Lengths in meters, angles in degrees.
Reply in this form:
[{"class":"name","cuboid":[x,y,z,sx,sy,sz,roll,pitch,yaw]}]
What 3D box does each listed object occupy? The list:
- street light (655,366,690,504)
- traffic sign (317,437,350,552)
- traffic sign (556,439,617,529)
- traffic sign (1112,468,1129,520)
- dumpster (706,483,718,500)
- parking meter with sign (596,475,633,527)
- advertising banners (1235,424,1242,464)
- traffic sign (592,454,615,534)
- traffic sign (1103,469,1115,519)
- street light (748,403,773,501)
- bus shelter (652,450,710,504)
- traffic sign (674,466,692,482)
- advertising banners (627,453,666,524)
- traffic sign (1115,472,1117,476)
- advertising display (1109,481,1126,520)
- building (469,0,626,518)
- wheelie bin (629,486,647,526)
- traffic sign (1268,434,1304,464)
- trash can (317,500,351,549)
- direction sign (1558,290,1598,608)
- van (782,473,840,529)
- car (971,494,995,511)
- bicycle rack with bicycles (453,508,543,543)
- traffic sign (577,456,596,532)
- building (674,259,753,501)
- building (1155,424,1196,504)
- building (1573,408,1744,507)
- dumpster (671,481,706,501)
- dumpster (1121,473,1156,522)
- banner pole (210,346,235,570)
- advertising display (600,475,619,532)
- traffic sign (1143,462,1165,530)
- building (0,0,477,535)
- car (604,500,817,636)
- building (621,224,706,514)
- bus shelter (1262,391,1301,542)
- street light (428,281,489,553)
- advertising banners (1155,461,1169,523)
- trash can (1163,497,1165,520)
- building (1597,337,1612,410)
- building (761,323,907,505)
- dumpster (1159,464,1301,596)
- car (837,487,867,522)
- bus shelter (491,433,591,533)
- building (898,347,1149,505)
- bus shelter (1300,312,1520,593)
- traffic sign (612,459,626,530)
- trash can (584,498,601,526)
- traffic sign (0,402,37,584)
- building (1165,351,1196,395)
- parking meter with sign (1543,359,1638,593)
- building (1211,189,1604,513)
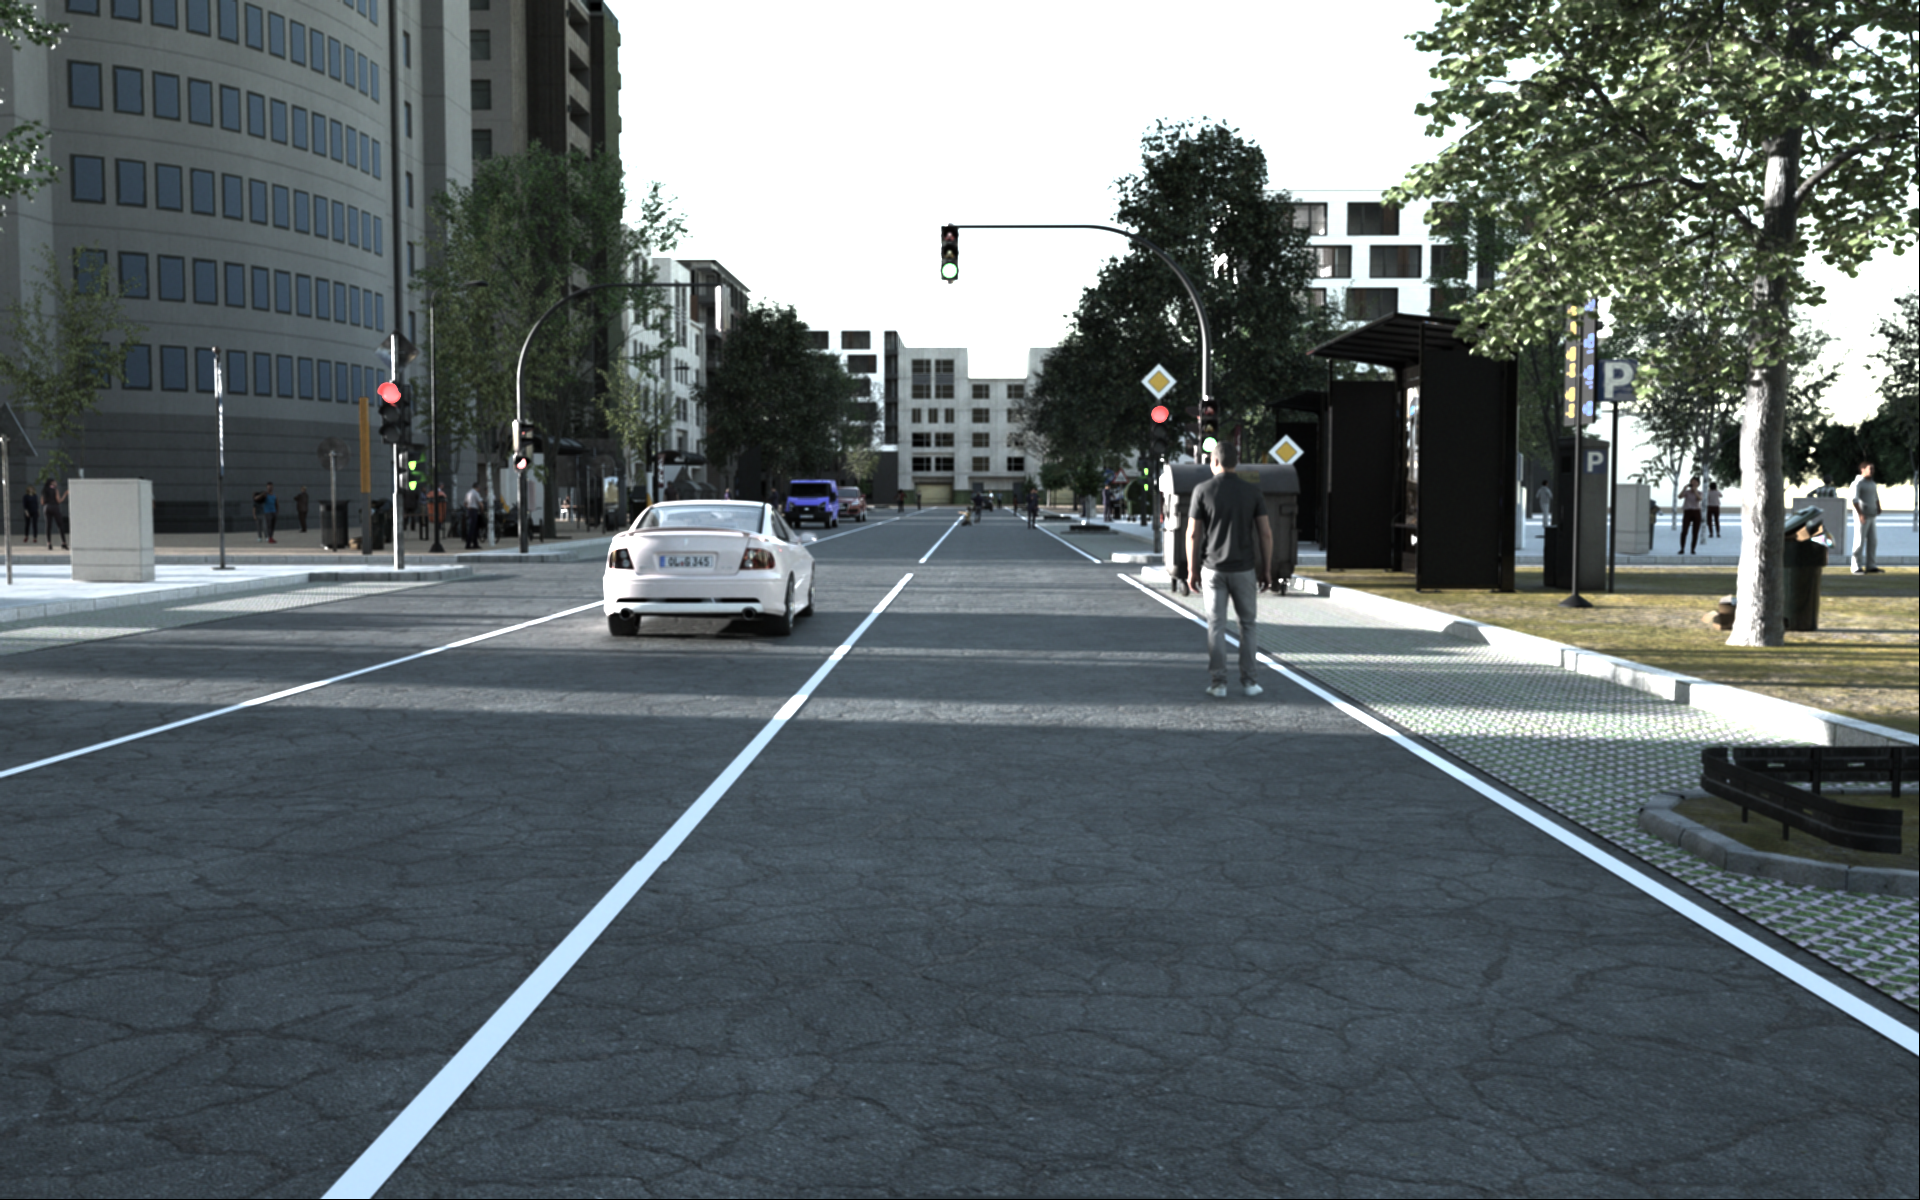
[{"class":"street light","cuboid":[-10.522,-5.541,63.128,1.470,5.913,1.316,0,4,1]},{"class":"traffic sign","cuboid":[-13.901,-2.345,38.440,0.768,2.556,0.104,0,4,7]},{"class":"traffic sign","cuboid":[-13.702,-4.259,63.513,2.265,3.308,0.079,0,4,4]},{"class":"traffic sign","cuboid":[7.898,-5.207,85.137,0.884,2.594,0.081,0,4,2]},{"class":"dumpster","cuboid":[-13.294,-5.133,89.690,1.264,1.857,1.865,0,4,1]},{"class":"parking meter with sign","cuboid":[-13.345,-4.359,67.534,1.738,3.016,0.543,0,4,-4]},{"class":"advertising banners","cuboid":[7.122,-2.860,42.948,0.090,3.025,2.074,0,4,-8]},{"class":"traffic sign","cuboid":[-11.401,-3.380,55.374,0.768,2.556,0.104,1,4,9]},{"class":"traffic sign","cuboid":[7.546,-5.413,88.607,0.768,2.556,0.104,0,4,6]},{"class":"street light","cuboid":[-10.244,-7.085,88.383,1.470,5.913,1.316,0,4,1]},{"class":"bus shelter","cuboid":[-13.270,-5.393,82.095,2.014,3.302,5.546,0,4,1]},{"class":"traffic sign","cuboid":[-12.610,-4.824,78.870,0.884,2.594,0.081,0,4,6]},{"class":"advertising banners","cuboid":[-13.323,-4.744,73.758,0.090,3.025,2.074,3,5,41]},{"class":"traffic sign","cuboid":[9.281,-6.317,103.290,0.884,2.594,0.081,0,4,5]},{"class":"advertising display","cuboid":[7.912,-5.000,86.967,0.974,1.923,0.123,3,4,38]},{"class":"building","cuboid":[-27.147,-19.866,96.512,14.160,30.474,14.107,0,4,1]},{"class":"wheelie bin","cuboid":[-12.219,-3.578,66.410,0.980,1.594,0.693,0,4,8]},{"class":"traffic sign","cuboid":[7.153,-2.336,37.932,0.795,2.593,0.064,0,4,7]},{"class":"trash can","cuboid":[-14.671,-1.772,40.618,0.748,1.137,0.748,0,3,0]},{"class":"direction sign","cuboid":[6.998,-1.688,19.591,0.379,3.537,0.876,0,4,-1]},{"class":"van","cuboid":[-6.212,-4.190,72.895,2.240,2.365,5.245,0,4,0]},{"class":"car","cuboid":[1.873,-8.207,143.963,2.009,1.686,4.222,0,4,1]},{"class":"bicycle rack with bicycles","cuboid":[-12.183,-2.000,46.090,2.852,0.926,2.925,-1,4,-14]},{"class":"traffic sign","cuboid":[-12.601,-3.581,58.652,0.768,2.556,0.104,1,4,9]},{"class":"building","cuboid":[-37.320,-19.632,164.964,32.646,21.610,27.936,0,4,1]},{"class":"building","cuboid":[24.263,-13.563,163.898,9.099,9.664,28.070,0,4,1]},{"class":"building","cuboid":[65.008,-14.118,172.974,28.070,9.664,9.099,0,4,1]},{"class":"dumpster","cuboid":[-12.029,-4.281,75.746,1.264,1.857,1.865,0,4,1]},{"class":"dumpster","cuboid":[8.344,-4.717,79.624,1.502,2.255,1.985,0,4,1]},{"class":"banner pole","cuboid":[-12.462,-2.397,29.206,0.401,3.779,0.863,-2,4,-27]},{"class":"advertising display","cuboid":[-12.047,-3.328,59.619,0.123,1.923,0.974,1,4,22]},{"class":"traffic sign","cuboid":[6.888,-3.762,61.610,0.768,2.556,0.104,0,4,3]},{"class":"building","cuboid":[-33.557,-32.088,66.632,21.231,58.520,28.212,0,4,1]},{"class":"car","cuboid":[-2.635,-0.399,18.889,2.083,1.381,4.827,0,4,0]},{"class":"building","cuboid":[-29.874,-16.081,129.382,16.747,18.905,31.486,0,4,1]},{"class":"bus shelter","cuboid":[8.662,-3.103,42.017,1.731,3.624,6.357,0,4,1]},{"class":"street light","cuboid":[-10.953,-3.996,37.876,1.470,5.913,1.316,0,4,1]},{"class":"advertising banners","cuboid":[8.847,-4.888,76.099,0.090,3.025,2.074,-1,4,-11]},{"class":"trash can","cuboid":[10.197,-4.588,86.674,0.748,1.137,0.748,0,3,0]},{"class":"building","cuboid":[72.829,-21.930,214.972,11.380,20.091,16.016,0,4,1]},{"class":"building","cuboid":[-23.598,-23.095,221.579,32.646,21.610,27.936,0,4,1]},{"class":"dumpster","cuboid":[3.821,-1.002,24.600,1.865,1.857,1.264,0,4,-1]},{"class":"car","cuboid":[-5.965,-4.941,89.459,2.281,1.827,5.304,0,4,1]},{"class":"bus shelter","cuboid":[-14.220,-3.990,59.157,2.014,3.302,5.546,0,4,1]},{"class":"building","cuboid":[8.398,-21.386,216.113,31.486,18.905,16.747,0,4,1]},{"class":"bus shelter","cuboid":[6.511,-2.094,25.523,1.731,3.624,6.357,0,4,1]},{"class":"traffic sign","cuboid":[-12.391,-3.803,62.284,0.768,2.556,0.104,0,4,6]},{"class":"trash can","cuboid":[-14.663,-3.520,69.201,0.748,1.137,0.748,0,3,0]},{"class":"traffic sign","cuboid":[-13.505,-1.500,24.535,0.884,2.594,0.081,0,4,4]},{"class":"building","cuboid":[39.870,-21.307,214.831,31.486,18.905,16.747,0,4,1]},{"class":"parking meter with sign","cuboid":[8.391,-1.653,23.280,0.543,3.016,1.738,0,4,-6]},{"class":"building","cuboid":[32.876,-17.646,132.492,27.936,21.610,32.646,0,4,1]}]
